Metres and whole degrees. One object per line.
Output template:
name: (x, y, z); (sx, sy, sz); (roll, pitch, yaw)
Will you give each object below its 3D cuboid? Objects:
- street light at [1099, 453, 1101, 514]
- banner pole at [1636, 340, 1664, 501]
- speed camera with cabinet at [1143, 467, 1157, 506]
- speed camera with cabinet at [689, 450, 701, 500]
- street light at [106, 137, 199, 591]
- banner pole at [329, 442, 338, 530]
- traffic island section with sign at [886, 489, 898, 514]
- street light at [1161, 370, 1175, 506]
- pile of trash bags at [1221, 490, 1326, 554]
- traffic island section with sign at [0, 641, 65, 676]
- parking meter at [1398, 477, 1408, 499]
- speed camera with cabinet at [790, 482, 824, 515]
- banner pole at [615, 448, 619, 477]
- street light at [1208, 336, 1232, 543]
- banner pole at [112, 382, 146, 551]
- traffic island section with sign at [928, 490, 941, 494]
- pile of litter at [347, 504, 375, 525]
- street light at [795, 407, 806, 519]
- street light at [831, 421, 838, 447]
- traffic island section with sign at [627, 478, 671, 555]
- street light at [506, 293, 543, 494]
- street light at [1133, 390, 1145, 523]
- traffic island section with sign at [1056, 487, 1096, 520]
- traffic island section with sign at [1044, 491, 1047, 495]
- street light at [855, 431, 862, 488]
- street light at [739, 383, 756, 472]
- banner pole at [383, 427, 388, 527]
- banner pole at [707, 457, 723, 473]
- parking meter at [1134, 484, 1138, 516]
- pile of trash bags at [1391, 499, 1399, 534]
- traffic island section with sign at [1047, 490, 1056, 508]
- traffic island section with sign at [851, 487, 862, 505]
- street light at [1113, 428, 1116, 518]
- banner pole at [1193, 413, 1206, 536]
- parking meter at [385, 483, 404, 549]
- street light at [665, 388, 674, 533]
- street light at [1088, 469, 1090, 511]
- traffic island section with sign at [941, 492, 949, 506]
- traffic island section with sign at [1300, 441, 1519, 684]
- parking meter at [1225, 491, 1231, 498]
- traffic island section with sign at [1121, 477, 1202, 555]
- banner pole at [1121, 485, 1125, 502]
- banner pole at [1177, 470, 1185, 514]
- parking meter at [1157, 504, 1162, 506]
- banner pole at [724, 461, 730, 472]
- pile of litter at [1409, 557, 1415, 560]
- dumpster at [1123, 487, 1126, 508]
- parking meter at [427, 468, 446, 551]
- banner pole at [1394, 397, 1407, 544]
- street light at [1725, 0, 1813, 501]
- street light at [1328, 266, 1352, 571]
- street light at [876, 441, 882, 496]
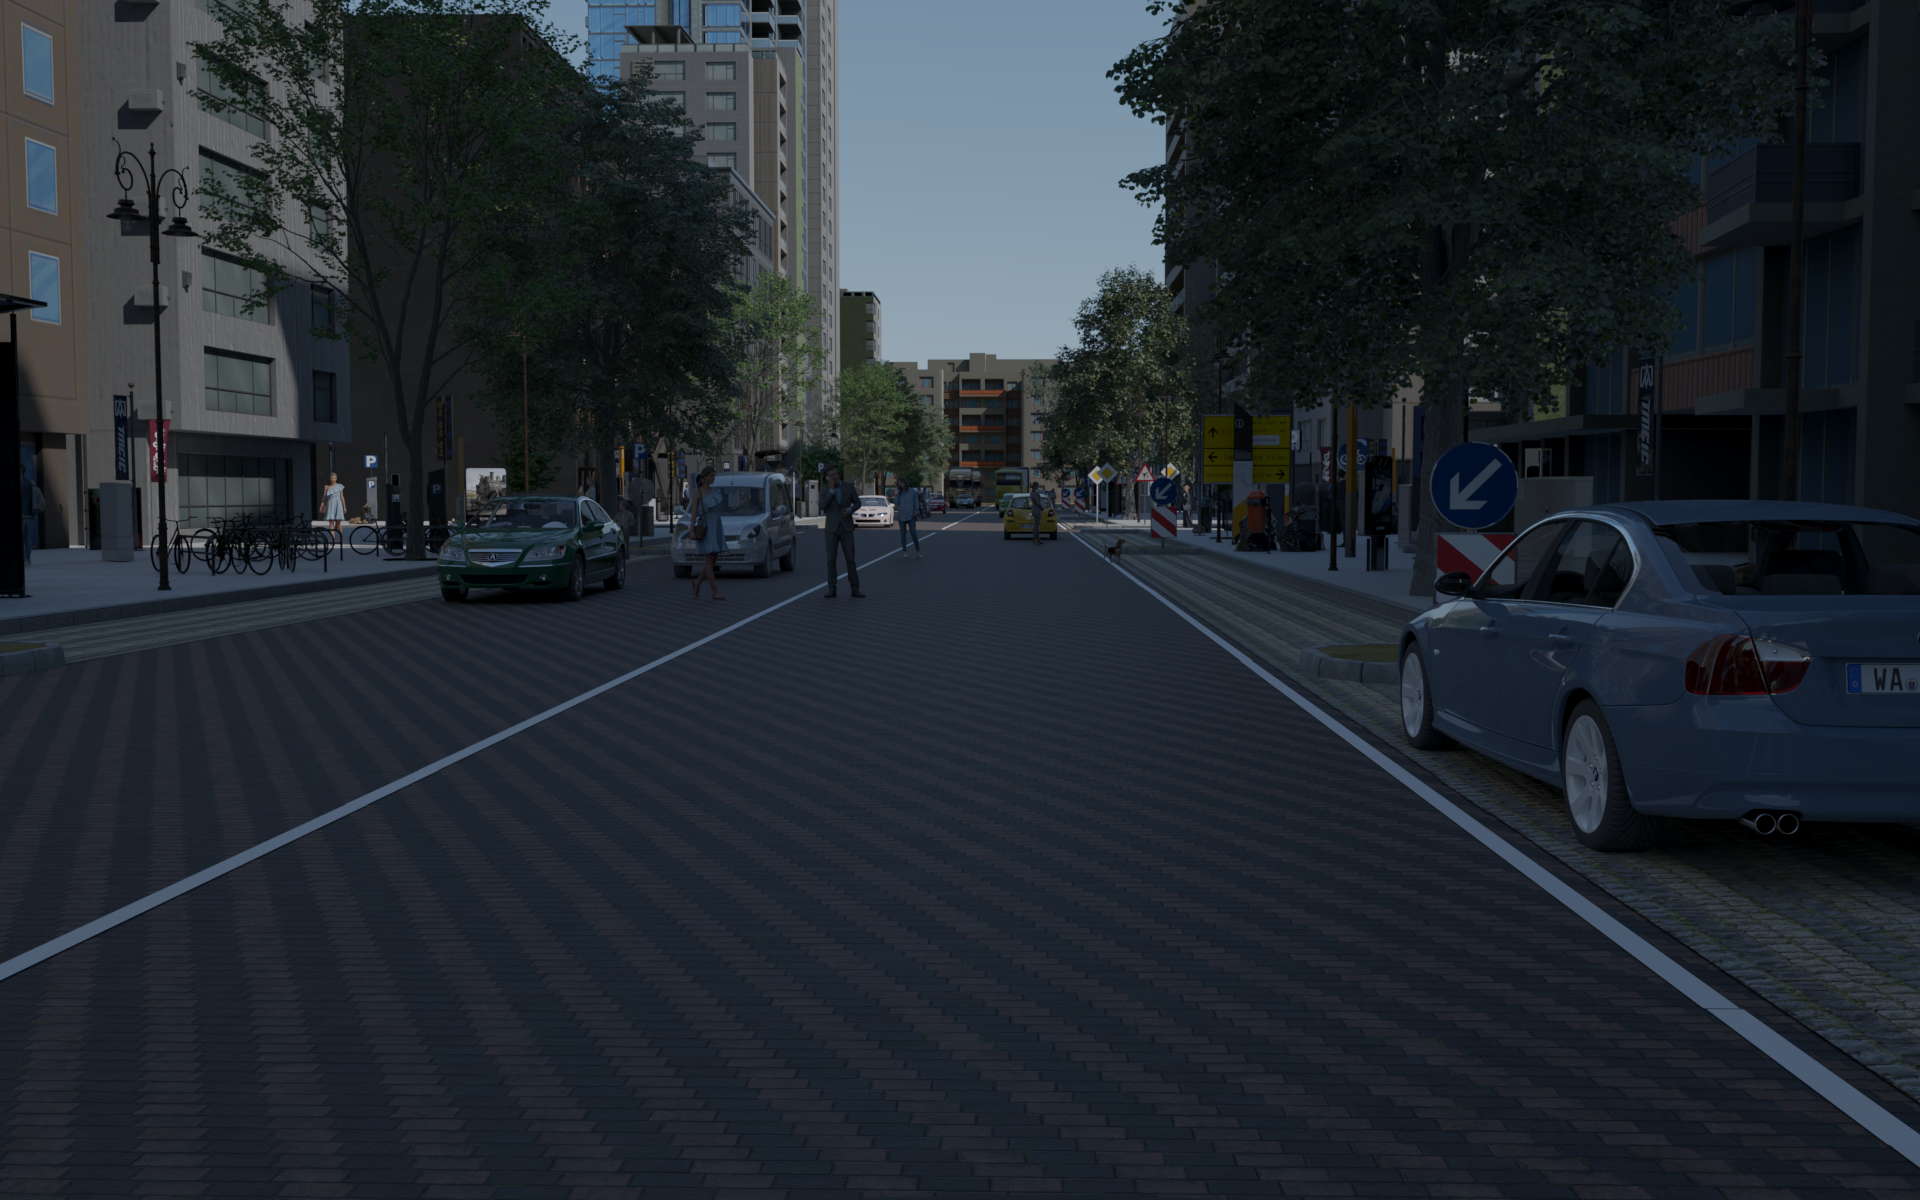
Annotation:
street light: (9.006, -8.463, 111.161); (0.468, 5.910, 1.993); (0, 4, 2)
banner pole: (11.134, -2.319, 27.935); (0.401, 3.779, 0.863); (-1, 4, -9)
speed camera with cabinet: (14.359, -8.115, 127.017); (2.038, 3.252, 0.660); (-3, 4, -36)
speed camera with cabinet: (-10.326, -4.792, 72.686); (2.038, 3.252, 0.660); (-1, 4, -17)
street light: (-10.620, -3.067, 22.941); (0.468, 5.910, 1.993); (0, 4, 2)
banner pole: (-22.081, -4.341, 60.992); (0.401, 3.779, 0.863); (0, 4, -2)
traffic island section with sign: (-4.905, -7.032, 123.593); (1.989, 1.847, 2.006); (0, 4, 2)
street light: (7.515, -5.517, 62.995); (0.468, 5.910, 1.993); (0, 4, 2)
pile of trash bags: (6.991, -1.763, 38.577); (1.912, 1.369, 3.447); (2, 4, 24)
traffic island section with sign: (-8.515, -0.331, 14.048); (1.989, 1.847, 2.006); (0, 4, 2)
parking meter: (14.762, -3.185, 57.793); (0.255, 1.863, 0.399); (2, 4, 26)
speed camera with cabinet: (-9.543, -6.953, 108.013); (2.038, 3.252, 0.660); (-1, 4, -14)
banner pole: (-16.417, -5.654, 82.464); (0.863, 3.779, 0.401); (-1, 4, -23)
street light: (6.833, -4.450, 45.552); (0.468, 5.910, 1.993); (0, 4, 2)
banner pole: (-18.613, -2.977, 38.693); (0.401, 3.779, 0.863); (1, 4, 10)
traffic island section with sign: (-3.225, -10.092, 173.637); (1.989, 1.847, 2.006); (0, 4, 2)
pile of litter: (-25.416, -3.632, 73.348); (1.176, 0.858, 1.719); (1, 4, 11)
street light: (-8.275, -7.153, 89.743); (0.468, 5.910, 1.993); (0, 4, 2)
street light: (-7.756, -8.196, 106.798); (0.468, 5.910, 1.993); (0, 4, 2)
traffic island section with sign: (-7.623, -1.985, 41.088); (1.989, 1.847, 2.006); (0, 4, 2)
street light: (-10.020, -4.107, 39.945); (0.468, 5.910, 1.993); (0, 4, 2)
street light: (8.015, -6.403, 77.479); (0.468, 5.910, 1.993); (0, 4, 2)
traffic island section with sign: (6.534, -5.374, 96.486); (1.989, 1.847, 2.006); (0, 4, 2)
traffic island section with sign: (9.086, -10.067, 173.221); (1.989, 1.847, 2.006); (0, 4, 2)
street light: (-7.223, -9.250, 124.024); (0.468, 5.910, 1.993); (0, 4, 2)
street light: (-8.879, -6.098, 72.487); (0.468, 5.910, 1.993); (0, 4, 2)
banner pole: (-21.453, -4.570, 64.737); (0.401, 3.779, 0.863); (-2, 4, -25)
banner pole: (-15.518, -7.272, 108.917); (0.863, 3.779, 0.401); (0, 4, 0)
parking meter: (9.748, -5.521, 95.983); (0.255, 1.863, 0.399); (2, 4, 26)
pile of trash bags: (14.996, -2.780, 55.204); (3.447, 1.369, 1.912); (1, 4, 22)
traffic island section with sign: (7.452, -7.055, 123.983); (1.989, 1.847, 2.006); (0, 4, 2)
traffic island section with sign: (-5.780, -5.384, 96.652); (1.989, 1.847, 2.006); (0, 4, 2)
street light: (8.441, -7.438, 94.395); (0.468, 5.910, 1.993); (0, 4, 2)
banner pole: (7.624, -3.878, 53.429); (0.863, 3.779, 0.401); (-1, 4, -13)
parking meter: (-13.145, -1.948, 40.259); (0.372, 1.533, 0.369); (0, 3, 0)
street light: (-9.461, -5.128, 56.627); (0.468, 5.910, 1.993); (0, 4, 2)
street light: (9.578, -9.520, 128.436); (0.468, 5.910, 1.993); (0, 4, 2)
traffic island section with sign: (-2.315, -11.773, 201.114); (1.989, 1.847, 2.006); (0, 4, 2)
traffic island section with sign: (3.789, -0.317, 13.819); (1.989, 1.847, 2.006); (0, 4, 2)
parking meter: (18.917, -6.966, 122.312); (0.372, 1.533, 0.369); (0, 3, 0)
traffic island section with sign: (4.714, -2.016, 41.596); (1.989, 1.847, 2.006); (0, 4, 2)
banner pole: (10.883, -7.696, 115.842); (0.401, 3.779, 0.863); (-1, 4, -14)
banner pole: (14.448, -7.523, 113.010); (0.401, 3.779, 0.863); (3, 5, 42)
parking meter: (12.998, -6.556, 112.903); (0.399, 1.863, 0.255); (0, 4, -2)
banner pole: (-15.718, -7.692, 115.785); (0.863, 3.779, 0.401); (-3, 5, -40)
pile of litter: (9.494, -1.213, 33.803); (1.176, 0.858, 1.719); (-1, 4, -9)
dumpster: (12.214, -7.647, 130.785); (1.264, 1.857, 1.865); (0, 4, 2)
parking meter: (-11.738, -2.024, 38.809); (0.399, 1.863, 0.255); (-1, 4, -18)
banner pole: (11.559, -3.371, 45.128); (0.401, 3.779, 0.863); (1, 4, 19)
street light: (5.787, -2.397, 11.976); (0.468, 5.910, 1.993); (0, 4, 2)
street light: (6.260, -3.430, 28.871); (0.468, 5.910, 1.993); (0, 4, 2)
street light: (-6.616, -10.270, 140.704); (0.468, 5.910, 1.993); (0, 4, 2)
